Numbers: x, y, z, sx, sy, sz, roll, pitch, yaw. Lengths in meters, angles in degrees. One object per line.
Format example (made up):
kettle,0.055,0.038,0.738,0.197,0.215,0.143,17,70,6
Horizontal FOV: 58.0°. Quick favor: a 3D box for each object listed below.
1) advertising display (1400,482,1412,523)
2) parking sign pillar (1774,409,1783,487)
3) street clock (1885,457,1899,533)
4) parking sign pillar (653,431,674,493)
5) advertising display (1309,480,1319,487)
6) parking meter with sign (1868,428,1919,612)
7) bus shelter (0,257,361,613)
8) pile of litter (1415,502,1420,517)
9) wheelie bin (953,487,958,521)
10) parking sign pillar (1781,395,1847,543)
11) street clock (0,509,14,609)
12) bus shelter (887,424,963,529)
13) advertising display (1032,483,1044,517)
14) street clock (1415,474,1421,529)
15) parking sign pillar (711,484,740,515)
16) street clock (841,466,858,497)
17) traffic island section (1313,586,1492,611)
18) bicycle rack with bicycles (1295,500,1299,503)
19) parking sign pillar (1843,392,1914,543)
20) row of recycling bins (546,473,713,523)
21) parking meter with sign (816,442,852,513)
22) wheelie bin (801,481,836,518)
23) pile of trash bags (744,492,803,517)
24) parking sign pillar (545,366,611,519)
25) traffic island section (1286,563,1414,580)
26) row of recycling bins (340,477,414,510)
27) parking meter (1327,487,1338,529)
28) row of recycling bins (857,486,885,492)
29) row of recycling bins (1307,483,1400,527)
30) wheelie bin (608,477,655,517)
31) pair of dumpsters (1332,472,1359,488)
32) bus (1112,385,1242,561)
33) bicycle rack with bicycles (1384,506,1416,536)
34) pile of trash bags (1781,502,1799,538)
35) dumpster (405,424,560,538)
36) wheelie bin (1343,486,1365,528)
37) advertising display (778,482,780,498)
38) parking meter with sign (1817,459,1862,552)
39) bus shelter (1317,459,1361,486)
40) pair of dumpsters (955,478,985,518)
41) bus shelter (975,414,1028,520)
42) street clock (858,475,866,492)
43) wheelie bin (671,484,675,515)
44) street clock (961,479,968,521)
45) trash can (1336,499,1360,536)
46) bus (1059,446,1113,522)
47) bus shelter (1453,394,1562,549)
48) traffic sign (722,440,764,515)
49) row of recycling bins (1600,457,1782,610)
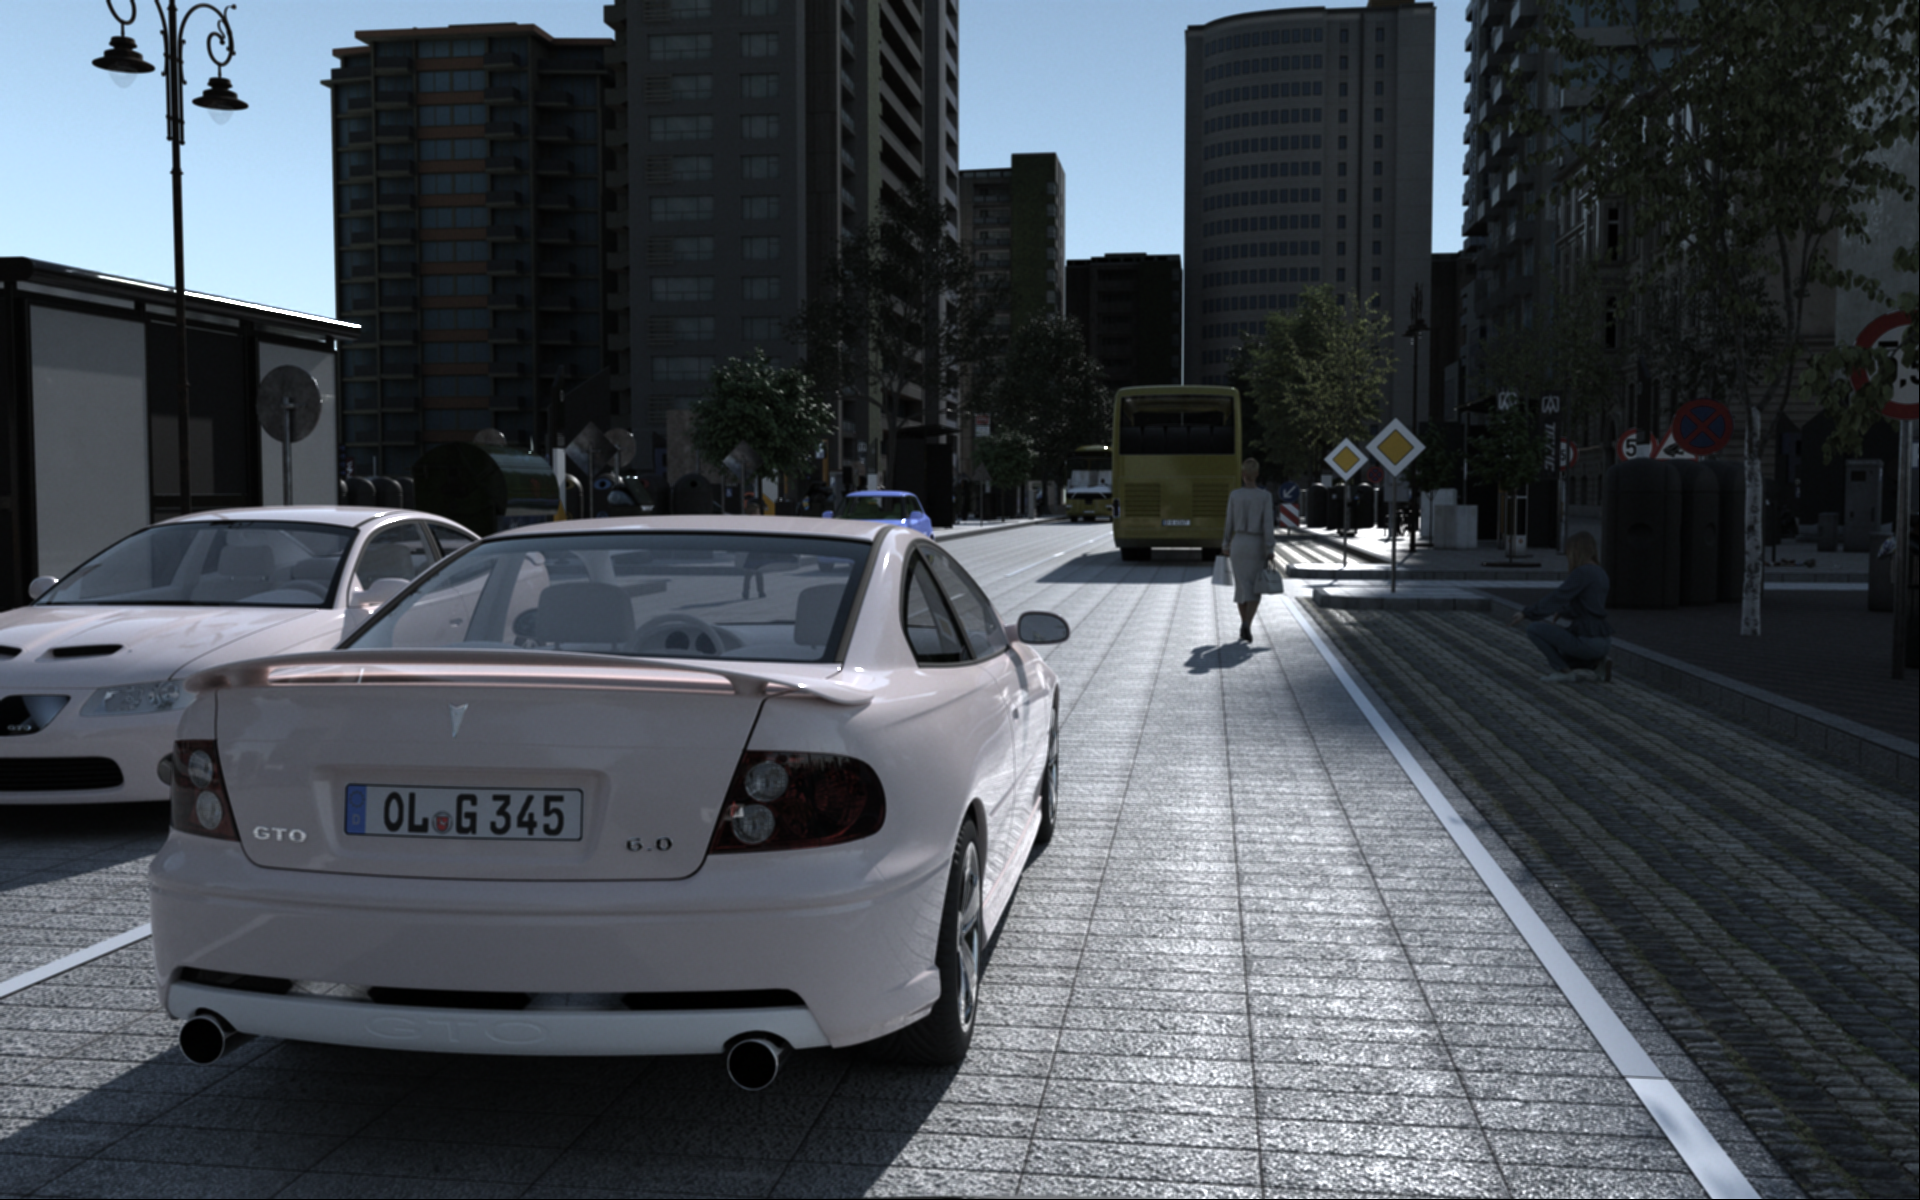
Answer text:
advertising display,20.077,-4.437,77.753,0.123,1.923,0.974,-2,4,-24
parking sign pillar,26.479,-4.068,54.992,1.447,3.967,1.447,-2,4,-27
street clock,18.207,-1.775,33.592,0.471,2.002,0.358,3,5,45
parking sign pillar,-12.338,-5.193,73.379,1.447,3.967,1.447,-1,4,-13
advertising display,16.721,-4.693,81.942,0.123,1.923,0.974,2,4,32
parking meter with sign,10.809,-1.402,19.180,1.738,3.016,0.543,-2,4,-29
bus shelter,-8.987,-2.404,16.939,2.179,5.291,8.768,1,4,8
pile of litter,25.733,-5.148,98.138,1.176,0.858,1.719,-2,4,-28
wheelie bin,-0.536,-4.451,80.678,0.980,1.594,0.693,2,4,34
parking sign pillar,23.074,-3.524,46.091,1.447,3.967,1.447,-2,4,-25
street clock,-10.684,-0.897,19.243,0.471,2.002,0.358,2,4,27
bus shelter,-1.198,-4.277,61.217,1.731,3.624,6.357,1,4,8
advertising display,4.427,-5.662,97.788,0.123,1.923,0.974,-2,4,-34
street clock,16.503,-3.548,62.573,0.358,2.002,0.471,1,4,13
parking sign pillar,-9.245,-4.872,68.133,1.447,3.967,1.447,2,4,35
street clock,-2.880,-2.433,44.342,0.358,2.002,0.471,0,4,-6
traffic island section,5.677,-0.021,22.619,2.009,0.180,2.903,0,4,8
bicycle rack with bicycles,20.937,-5.500,103.303,2.852,0.926,2.925,1,4,20
parking sign pillar,22.486,-3.290,42.260,1.447,3.967,1.447,2,4,26
row of recycling bins,-6.621,-1.677,34.534,3.534,1.692,1.069,1,4,10
parking meter with sign,-4.022,-3.824,58.787,1.738,3.016,0.543,-3,4,-38
wheelie bin,-3.527,-2.181,43.565,0.693,1.594,0.980,2,4,32
pile of trash bags,-8.351,-4.315,80.302,3.447,1.369,1.912,0,4,-1
parking sign pillar,-8.014,-2.929,36.369,1.447,3.967,1.447,-2,4,-26
traffic island section,6.801,-0.504,30.524,2.009,0.180,2.903,0,4,8
row of recycling bins,-14.174,-2.108,41.579,1.069,1.692,3.534,1,4,21
parking meter,13.578,-3.350,63.183,0.372,1.533,0.369,0,3,0
row of recycling bins,-4.387,-4.772,85.138,1.069,1.692,3.534,1,4,13
row of recycling bins,15.276,-3.681,67.303,3.534,1.692,1.069,1,4,16
wheelie bin,-6.040,-1.457,31.736,0.693,1.594,0.980,1,4,14
pair of dumpsters,16.970,-4.605,77.784,1.574,2.255,4.437,0,4,8
bus,5.009,-2.956,39.882,2.896,3.916,12.252,0,4,7
bicycle rack with bicycles,14.044,-2.429,53.095,2.852,0.926,2.925,3,5,39
pile of trash bags,24.029,-2.522,50.981,3.447,1.369,1.912,0,4,-2
dumpster,-6.635,-1.321,24.096,1.502,2.255,1.985,0,4,8
wheelie bin,14.968,-3.535,65.709,0.693,1.594,0.980,-1,4,-21
advertising display,-9.491,-5.217,90.509,0.123,1.923,0.974,0,4,-8
parking meter with sign,19.908,-2.563,38.163,1.738,3.016,0.543,3,4,38
bus shelter,18.188,-5.443,82.918,2.014,3.302,5.546,1,4,8
pair of dumpsters,0.607,-5.547,93.188,1.574,2.255,4.437,0,4,8
bus shelter,2.213,-6.821,89.163,2.179,5.291,8.768,0,4,8
street clock,-3.742,-3.665,64.494,0.358,2.002,0.471,-3,5,-41
wheelie bin,-8.485,-2.764,53.105,0.980,1.594,0.693,2,4,25
street clock,0.218,-4.852,83.907,0.358,2.002,0.471,-1,4,-14
trash can,11.818,-2.519,52.837,0.748,1.137,0.748,0,3,0
bus,7.392,-6.106,91.377,2.896,3.916,12.252,1,4,10
bus shelter,13.773,-3.213,43.818,1.731,3.624,6.357,1,4,8
traffic sign,-4.007,-1.734,31.998,0.795,2.450,0.064,0,4,8
row of recycling bins,8.649,-0.819,20.511,1.069,1.692,3.534,3,5,43
